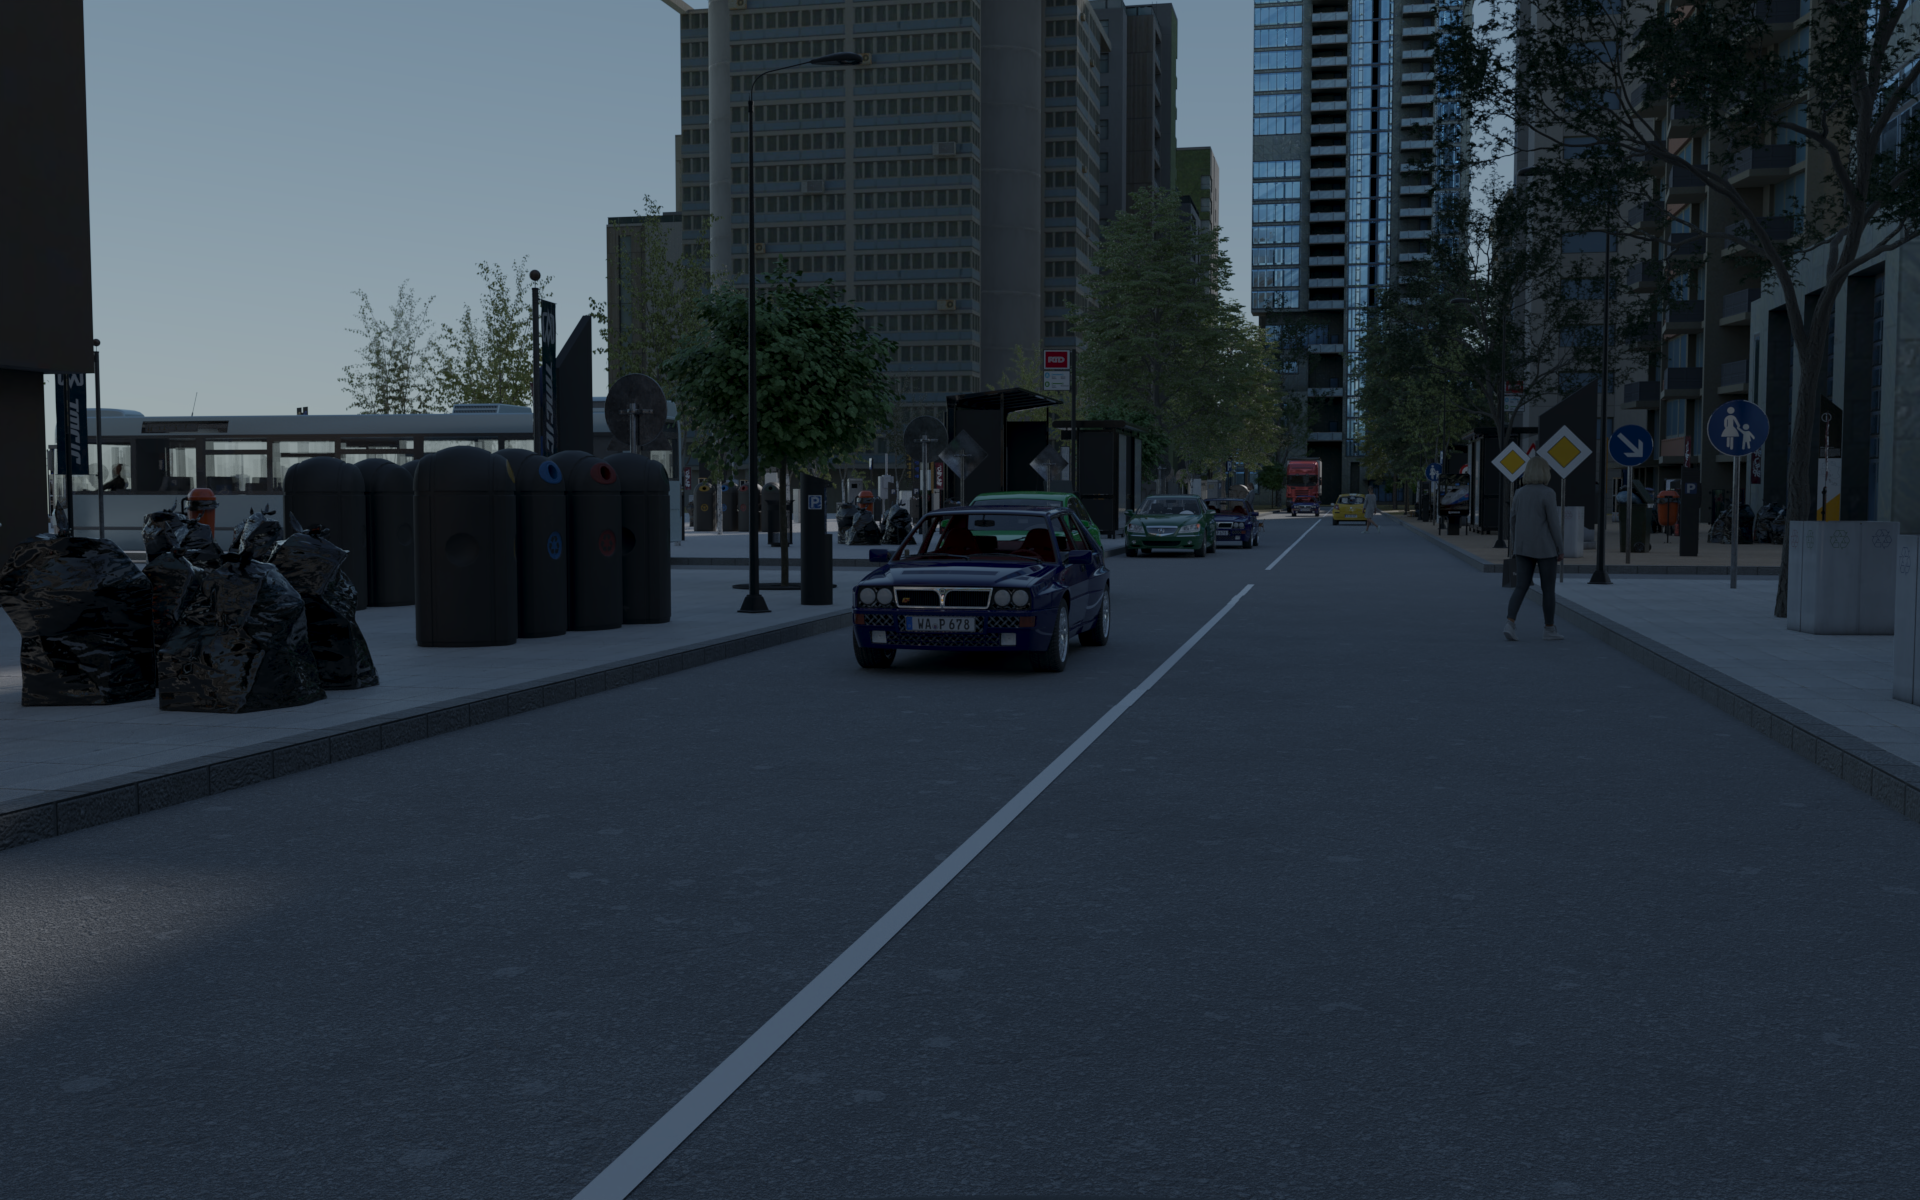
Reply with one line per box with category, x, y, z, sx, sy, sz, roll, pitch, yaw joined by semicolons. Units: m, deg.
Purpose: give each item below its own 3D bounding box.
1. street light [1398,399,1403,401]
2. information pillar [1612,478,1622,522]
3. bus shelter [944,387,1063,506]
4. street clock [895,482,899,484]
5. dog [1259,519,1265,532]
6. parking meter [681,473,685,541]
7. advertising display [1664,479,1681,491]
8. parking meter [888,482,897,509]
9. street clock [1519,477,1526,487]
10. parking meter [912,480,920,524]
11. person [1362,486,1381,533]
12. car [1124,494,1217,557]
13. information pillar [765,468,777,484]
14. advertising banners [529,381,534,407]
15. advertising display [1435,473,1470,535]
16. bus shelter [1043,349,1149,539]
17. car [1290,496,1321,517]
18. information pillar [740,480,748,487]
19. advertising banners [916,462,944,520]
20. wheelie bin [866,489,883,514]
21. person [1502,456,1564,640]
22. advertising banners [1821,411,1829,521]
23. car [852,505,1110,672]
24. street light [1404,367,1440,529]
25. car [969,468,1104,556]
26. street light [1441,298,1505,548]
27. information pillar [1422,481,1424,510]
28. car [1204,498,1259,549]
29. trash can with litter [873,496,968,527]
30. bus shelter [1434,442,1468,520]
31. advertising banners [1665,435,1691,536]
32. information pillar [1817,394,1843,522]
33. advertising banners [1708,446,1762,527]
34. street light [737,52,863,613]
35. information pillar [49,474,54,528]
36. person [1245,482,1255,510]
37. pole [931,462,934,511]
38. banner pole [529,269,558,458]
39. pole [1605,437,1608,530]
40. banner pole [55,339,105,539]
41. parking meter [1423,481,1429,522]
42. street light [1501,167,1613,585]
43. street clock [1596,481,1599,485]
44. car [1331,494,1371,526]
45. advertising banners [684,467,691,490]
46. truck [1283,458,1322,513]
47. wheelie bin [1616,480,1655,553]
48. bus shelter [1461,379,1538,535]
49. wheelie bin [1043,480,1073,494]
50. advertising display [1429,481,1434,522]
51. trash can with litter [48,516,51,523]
street light;21.927;-6.844;84.442;1.470;5.913;1.316;1;4;13
information pillar;29.698;-4.513;78.272;0.304;2.012;0.304;0;4;-8
bus shelter;1.118;-3.060;41.313;1.731;3.624;6.357;1;4;13
street clock;-3.866;-6.238;106.563;0.358;2.002;0.471;0;4;-2
dog;11.420;-2.869;66.192;0.540;0.507;0.406;1;4;21
parking meter;-7.729;-2.573;47.776;0.255;1.863;0.399;-1;4;-10
advertising display;29.745;-4.089;72.070;0.974;1.923;0.123;-1;4;-11
parking meter;-3.258;-4.756;83.471;0.399;1.863;0.255;-2;4;-27
street clock;23.568;-4.140;72.262;0.358;2.002;0.471;-3;4;-38
parking meter;-1.776;-4.049;71.905;0.399;1.863;0.255;2;4;25
person;14.977;-3.289;63.033;0.760;1.731;0.466;2;4;34
car;5.013;-1.777;40.859;2.131;1.459;4.920;1;4;13
information pillar;-7.322;-4.644;67.285;0.504;3.616;0.183;0;4;7
advertising banners;-6.622;-1.942;27.947;0.090;3.025;2.074;0;4;3
advertising display;15.352;-2.975;53.851;0.974;1.923;0.123;0;4;-3
bus shelter;3.946;-4.459;50.535;2.179;5.291;8.768;1;4;13
car;22.109;-6.005;110.760;1.945;1.354;3.894;1;4;12
information pillar;-11.262;-5.250;90.328;0.304;2.012;0.304;1;4;20
advertising banners;-0.468;-3.615;55.286;2.074;3.025;0.090;-2;4;-28
wheelie bin;-5.158;-6.181;108.966;0.980;1.594;0.693;-2;4;-24
person;5.577;-0.509;17.007;0.728;1.800;0.709;-2;4;-32
advertising banners;17.970;-2.433;35.968;0.090;3.025;2.074;2;4;28
car;0.275;-0.166;15.287;1.945;1.354;3.894;1;4;13
street light;17.090;-5.543;63.170;1.470;5.913;1.316;1;4;13
car;0.836;-0.873;23.068;1.959;1.807;4.718;1;4;12
street light;12.316;-4.194;41.116;1.470;5.913;1.316;1;4;13
information pillar;26.208;-5.714;97.920;0.304;2.012;0.304;0;4;5
car;7.103;-2.086;46.687;1.945;1.354;3.894;1;4;13
trash can with litter;-0.490;-1.532;36.106;2.233;1.210;1.678;-1;4;-15
bus shelter;23.320;-5.527;81.643;1.731;3.624;6.357;1;4;13
advertising banners;21.845;-3.455;52.681;0.090;3.025;2.074;0;4;5
information pillar;20.178;-2.989;40.220;0.504;3.616;0.183;2;4;28
advertising banners;21.064;-3.103;46.926;2.074;3.025;0.090;-2;4;-26
street light;-1.705;-2.810;18.482;1.470;5.913;1.316;1;4;13
information pillar;-33.821;-3.687;64.778;0.304;2.012;0.304;3;4;37
person;8.886;-2.753;53.779;0.573;1.790;0.520;-1;4;-9
pole;-1.108;-4.403;65.835;0.158;3.312;0.155;0;3;0
banner pole;-4.707;-1.812;19.644;0.401;3.779;0.863;0;4;8
pole;23.171;-4.185;62.272;0.158;3.312;0.155;0;3;0
banner pole;-14.083;-2.314;27.843;0.863;3.779;0.401;-3;5;-39
parking meter;21.412;-4.517;79.570;0.255;1.863;0.399;1;4;19
street light;8.607;-3.187;24.652;1.470;5.913;1.316;1;4;13
street clock;34.294;-5.454;93.749;0.471;2.002;0.358;3;4;36
car;18.181;-4.284;80.267;2.015;1.641;3.980;1;4;14
advertising banners;-16.906;-7.096;112.206;2.074;3.025;0.090;-1;4;-22
truck;26.879;-8.954;135.315;2.839;4.237;11.283;1;4;13
wheelie bin;14.797;-1.841;38.002;0.693;1.594;0.980;2;4;35
bus shelter;18.061;-4.926;58.168;2.179;5.291;8.768;1;4;13
wheelie bin;2.176;-1.918;39.271;0.980;1.594;0.693;0;4;-7
advertising display;21.817;-4.490;78.619;0.974;1.923;0.123;0;4;2
trash can with litter;-40.349;-4.028;77.237;0.624;1.170;1.055;2;4;32
